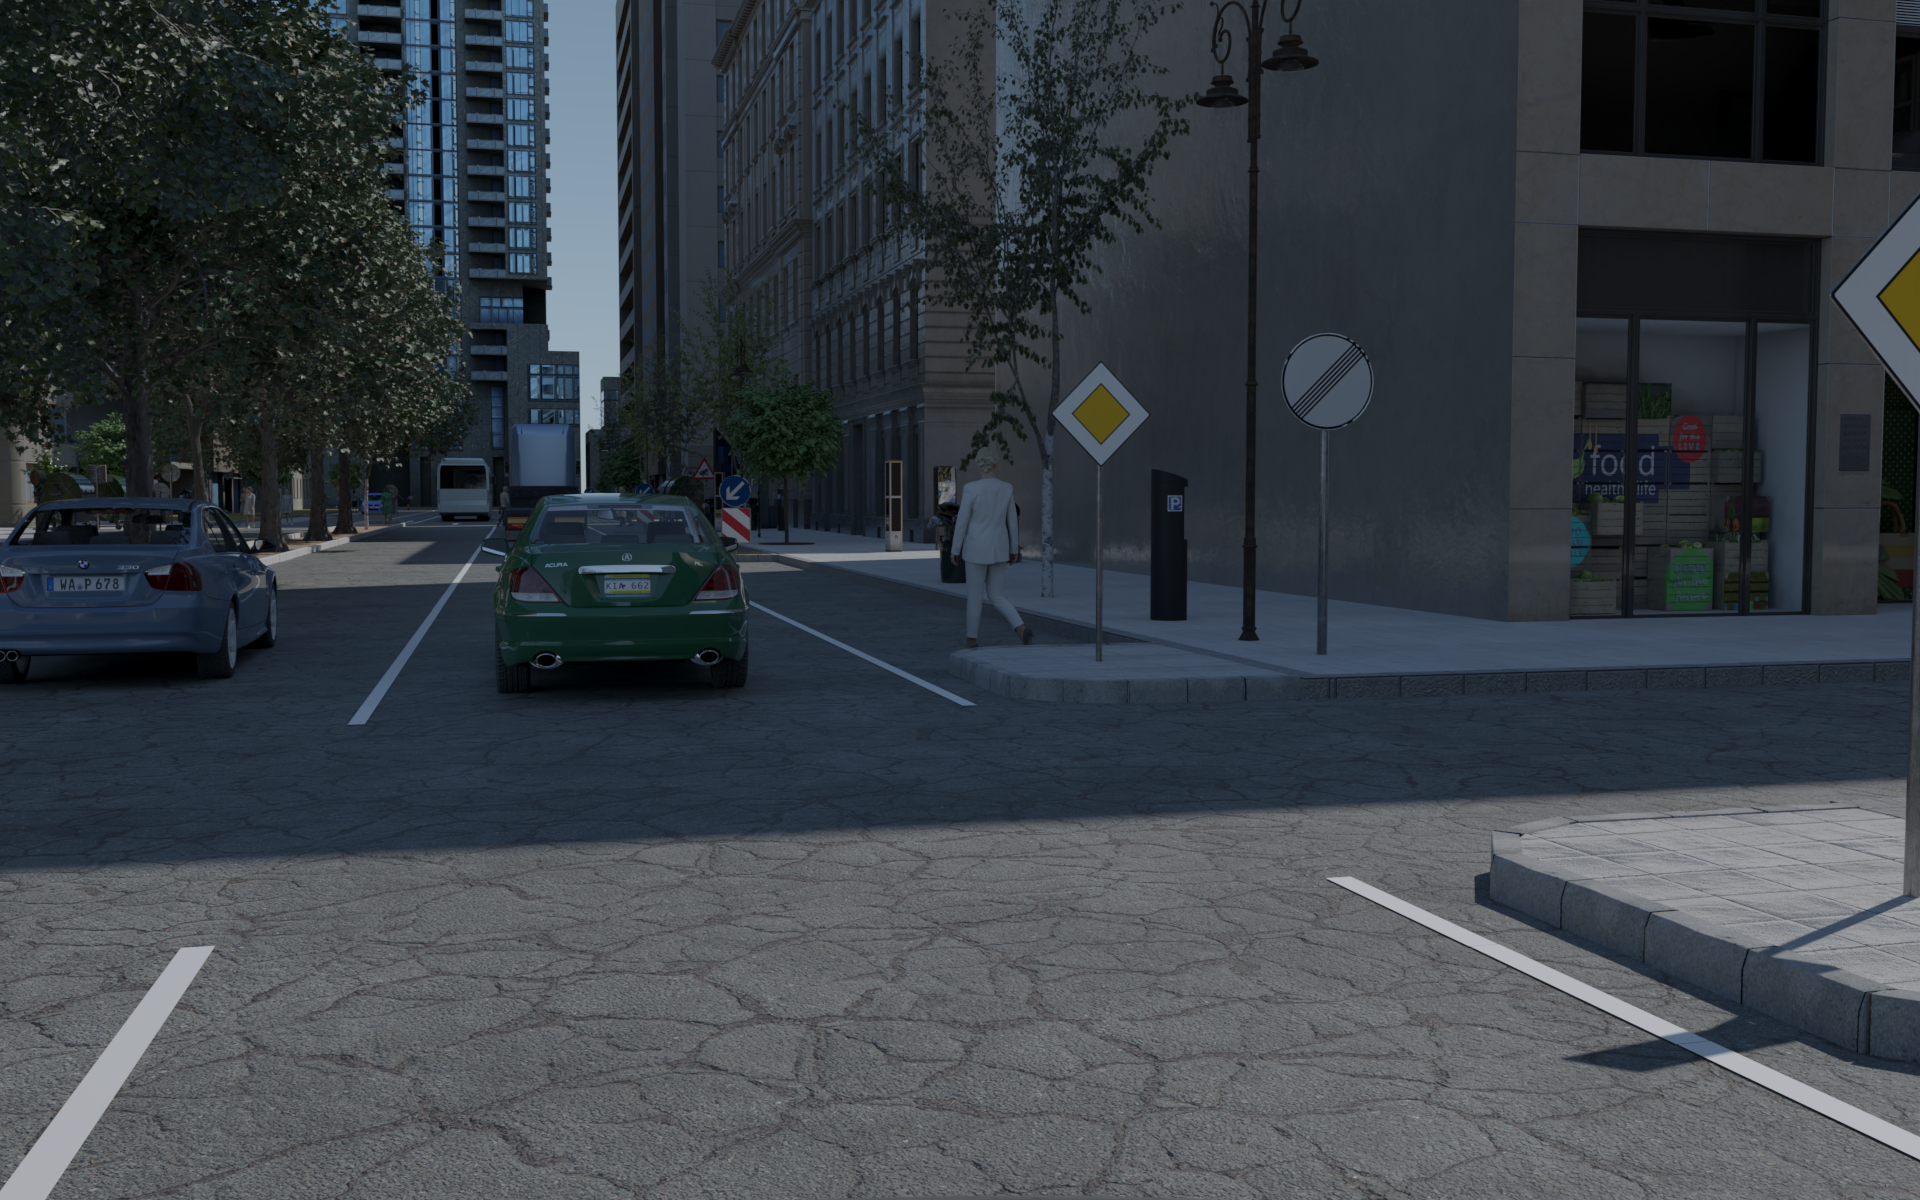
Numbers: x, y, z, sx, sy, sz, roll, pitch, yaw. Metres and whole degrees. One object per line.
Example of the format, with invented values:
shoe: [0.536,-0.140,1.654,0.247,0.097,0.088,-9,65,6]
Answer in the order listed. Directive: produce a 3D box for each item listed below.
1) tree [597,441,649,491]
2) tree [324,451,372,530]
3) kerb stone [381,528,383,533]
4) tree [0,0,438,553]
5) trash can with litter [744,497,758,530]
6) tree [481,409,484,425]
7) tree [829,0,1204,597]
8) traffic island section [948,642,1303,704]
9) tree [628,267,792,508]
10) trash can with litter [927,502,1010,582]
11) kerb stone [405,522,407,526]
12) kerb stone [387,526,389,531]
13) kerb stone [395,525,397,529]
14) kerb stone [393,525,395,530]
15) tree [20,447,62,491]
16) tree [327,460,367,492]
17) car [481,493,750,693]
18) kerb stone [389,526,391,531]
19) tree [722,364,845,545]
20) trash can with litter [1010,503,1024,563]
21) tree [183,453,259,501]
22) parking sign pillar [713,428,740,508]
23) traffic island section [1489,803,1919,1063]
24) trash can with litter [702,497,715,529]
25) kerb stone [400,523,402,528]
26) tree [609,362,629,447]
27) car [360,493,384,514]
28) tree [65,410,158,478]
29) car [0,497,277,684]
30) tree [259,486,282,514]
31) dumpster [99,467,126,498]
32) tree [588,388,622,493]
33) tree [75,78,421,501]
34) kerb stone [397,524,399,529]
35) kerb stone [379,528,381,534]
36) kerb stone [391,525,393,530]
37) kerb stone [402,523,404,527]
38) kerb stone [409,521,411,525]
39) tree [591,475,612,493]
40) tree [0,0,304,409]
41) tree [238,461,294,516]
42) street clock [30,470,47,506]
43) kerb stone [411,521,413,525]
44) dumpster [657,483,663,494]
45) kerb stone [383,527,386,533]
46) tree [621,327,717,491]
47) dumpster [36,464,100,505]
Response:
tree: [-21.086,-7.631,108.476,4.285,4.588,4.351,0,3,0]
tree: [-23.746,-7.109,69.054,4.360,8.622,3.978,0,3,0]
kerb stone: [-21.074,-2.478,62.707,0.120,0.150,1.000,-1,4,-14]
tree: [-16.975,-7.516,42.344,9.611,12.733,9.660,0,3,0]
trash can with litter: [-7.510,-3.049,61.239,0.624,1.170,1.055,-2,4,-25]
tree: [-19.586,-8.138,52.530,9.611,12.733,9.660,0,3,0]
tree: [0.859,-4.345,21.399,4.360,8.622,3.978,0,3,0]
traffic island section: [1.082,0.550,13.285,2.009,0.180,2.903,-1,4,-14]
tree: [-7.237,-6.426,55.420,4.737,8.622,4.395,0,3,0]
trash can with litter: [0.089,-0.848,25.255,1.055,1.170,0.624,-3,5,-42]
kerb stone: [-24.371,-3.265,75.628,0.120,0.150,1.000,-1,4,-14]
kerb stone: [-21.832,-2.659,65.679,0.120,0.150,1.000,-1,4,-14]
kerb stone: [-22.847,-2.894,69.661,0.120,0.150,1.000,-1,4,-14]
kerb stone: [-22.595,-2.842,68.658,0.120,0.150,1.000,-1,4,-14]
tree: [-32.725,-4.131,62.145,1.663,3.219,1.824,0,3,0]
tree: [-52.592,-10.091,148.700,4.285,4.588,4.351,0,3,0]
car: [-2.799,-0.137,14.043,2.131,1.459,4.920,-1,4,-13]
kerb stone: [-22.084,-2.720,66.671,0.120,0.150,1.000,-1,4,-14]
tree: [-4.433,-3.700,44.203,4.285,4.588,4.351,0,3,0]
trash can with litter: [0.851,-1.291,32.500,0.624,1.170,1.055,1,4,11]
tree: [-37.617,-8.280,85.748,4.737,8.622,4.395,0,3,0]
parking sign pillar: [-9.561,-5.051,71.055,1.447,3.967,1.447,2,4,28]
traffic island section: [3.056,1.024,5.547,2.009,0.180,2.903,-1,4,-14]
trash can with litter: [-8.735,-2.989,60.257,0.624,1.170,1.055,-1,4,-17]
kerb stone: [-23.604,-3.081,72.643,0.120,0.150,1.000,-1,4,-14]
tree: [-16.481,-8.638,91.591,4.737,8.622,4.395,0,3,0]
car: [-41.581,-6.942,123.087,1.945,1.707,3.694,-1,4,-15]
tree: [-33.067,-5.138,67.728,4.285,4.588,4.351,0,3,0]
car: [-6.849,-0.153,14.509,2.014,1.417,4.499,-1,4,-15]
tree: [-43.750,-9.816,110.850,4.737,8.622,4.395,0,3,0]
dumpster: [-30.567,-3.645,62.091,1.502,2.255,1.985,-1,4,-14]
tree: [-23.783,-10.383,120.123,4.360,8.622,3.978,0,3,0]
tree: [-14.879,-5.939,33.974,8.767,10.594,7.601,-1,4,-14]
kerb stone: [-23.103,-2.963,70.660,0.120,0.150,1.000,-1,4,-14]
kerb stone: [-20.818,-2.417,61.717,0.120,0.150,1.000,-1,4,-14]
kerb stone: [-22.332,-2.781,67.663,0.120,0.150,1.000,-1,4,-14]
kerb stone: [-23.856,-3.146,73.634,0.120,0.150,1.000,-1,4,-14]
kerb stone: [-25.130,-3.451,78.615,0.120,0.150,1.000,-1,4,-14]
tree: [-29.788,-9.196,144.958,1.663,3.219,1.824,0,3,0]
tree: [-9.680,-6.417,14.031,9.857,13.997,8.962,0,3,0]
tree: [-41.329,-7.314,103.297,4.285,4.588,4.351,0,3,0]
street clock: [-28.074,-2.950,52.800,0.471,2.002,0.358,2,4,28]
kerb stone: [-25.377,-3.511,79.618,0.120,0.150,1.000,-1,4,-14]
dumpster: [-11.948,-4.070,72.305,1.264,1.857,1.865,-1,4,-14]
kerb stone: [-21.322,-2.535,63.699,0.120,0.150,1.000,-1,4,-14]
tree: [-12.679,-7.686,76.032,4.360,8.622,3.978,0,3,0]
dumpster: [-29.216,-3.301,56.459,1.502,2.255,1.985,-1,4,-14]
